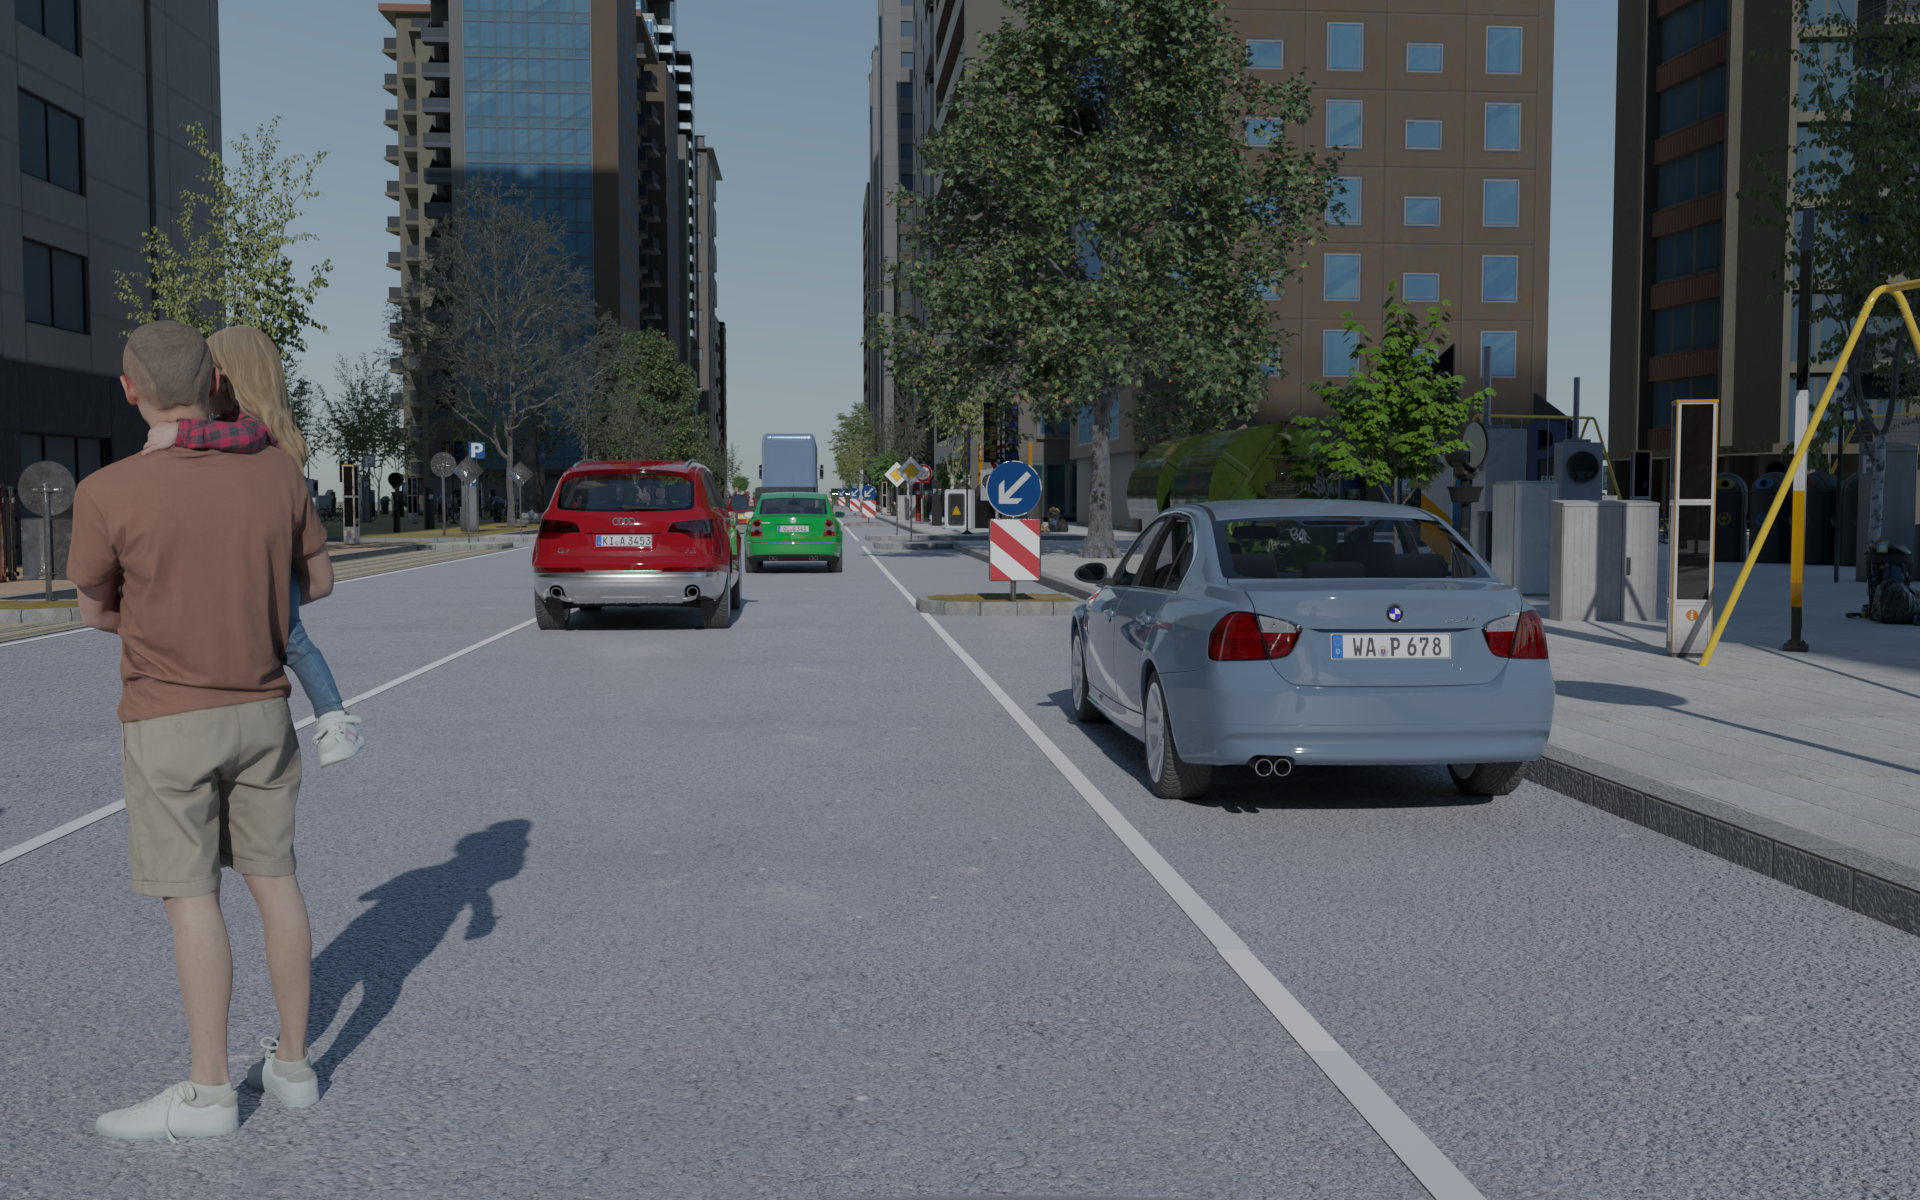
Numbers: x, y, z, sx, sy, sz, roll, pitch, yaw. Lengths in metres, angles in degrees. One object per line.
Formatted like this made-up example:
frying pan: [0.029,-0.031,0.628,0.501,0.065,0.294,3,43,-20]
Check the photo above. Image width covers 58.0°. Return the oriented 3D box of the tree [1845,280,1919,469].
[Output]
tree: [25.015,-5.711,43.743,4.360,8.622,3.978,0,3,0]

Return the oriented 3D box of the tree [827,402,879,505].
tree: [-12.413,-17.986,212.194,7.486,12.596,7.792,0,3,0]

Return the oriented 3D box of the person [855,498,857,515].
person: [-7.012,-6.307,115.895,0.425,1.301,0.394,1,4,13]

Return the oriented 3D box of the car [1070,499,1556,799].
car: [1.690,0.155,9.474,2.014,1.417,4.499,0,4,-4]

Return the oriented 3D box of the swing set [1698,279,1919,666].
swing set: [7.138,-0.851,11.530,2.862,2.851,3.119,0,4,-8]

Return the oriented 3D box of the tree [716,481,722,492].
tree: [-28.811,-12.700,202.247,1.663,3.219,1.824,0,3,0]

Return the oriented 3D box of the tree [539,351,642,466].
tree: [-18.557,-8.375,87.299,4.360,8.622,3.978,0,3,0]

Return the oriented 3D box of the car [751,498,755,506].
car: [-17.237,-8.757,152.210,2.155,1.783,4.494,0,4,-6]

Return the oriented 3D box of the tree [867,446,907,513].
tree: [-4.635,-8.165,117.219,4.285,4.588,4.351,0,3,0]

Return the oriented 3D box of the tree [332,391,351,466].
tree: [-41.091,-9.633,107.860,4.360,8.622,3.978,0,3,0]

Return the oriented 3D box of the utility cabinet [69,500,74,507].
utility cabinet: [-15.144,-1.171,30.308,1.020,1.237,0.306,-1,4,-18]

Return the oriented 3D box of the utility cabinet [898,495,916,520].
utility cabinet: [-2.602,-4.528,85.200,1.020,1.237,0.306,1,4,12]

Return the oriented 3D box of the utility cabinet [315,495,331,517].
utility cabinet: [-35.475,-5.219,96.486,0.306,1.237,1.020,1,4,19]

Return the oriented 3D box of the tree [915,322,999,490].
tree: [-0.078,-7.095,66.358,4.737,8.622,4.395,0,3,0]

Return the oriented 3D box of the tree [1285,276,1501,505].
tree: [3.889,-1.280,15.536,1.663,3.219,1.824,0,3,0]

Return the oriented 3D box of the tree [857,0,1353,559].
tree: [2.837,-7.179,34.389,9.611,12.733,9.660,0,3,0]

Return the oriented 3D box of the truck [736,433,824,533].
truck: [-7.280,-4.969,70.995,2.967,4.110,18.799,0,4,-3]

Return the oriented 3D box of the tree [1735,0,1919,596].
tree: [11.744,-4.367,21.760,4.737,8.622,4.395,0,3,0]

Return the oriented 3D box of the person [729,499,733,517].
person: [-8.699,-3.190,65.340,0.352,1.250,0.332,-3,4,-36]

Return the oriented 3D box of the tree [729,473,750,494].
tree: [-33.967,-17.336,267.160,4.285,4.588,4.351,0,3,0]

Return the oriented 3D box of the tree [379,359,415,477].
tree: [-30.882,-8.478,88.984,4.737,8.622,4.395,0,3,0]

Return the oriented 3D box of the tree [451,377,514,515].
tree: [-29.479,-9.569,106.813,4.737,8.622,4.395,0,3,0]

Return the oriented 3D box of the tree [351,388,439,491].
tree: [-36.754,-10.000,113.858,4.360,8.622,3.978,0,3,0]

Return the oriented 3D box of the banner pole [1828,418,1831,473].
banner pole: [28.511,-4.089,56.869,0.401,3.779,0.863,2,4,31]

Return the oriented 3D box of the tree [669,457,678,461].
tree: [-23.845,-9.823,144.315,4.285,4.588,4.351,0,3,0]

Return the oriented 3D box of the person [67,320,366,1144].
person: [-1.701,0.272,4.021,0.573,1.828,0.580,0,4,-6]

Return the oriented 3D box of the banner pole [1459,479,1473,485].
banner pole: [16.370,-3.990,55.247,0.863,3.779,0.401,0,4,5]

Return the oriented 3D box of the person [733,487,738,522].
person: [-11.808,-4.924,89.218,0.699,1.804,1.509,3,4,36]

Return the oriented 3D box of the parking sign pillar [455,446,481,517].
parking sign pillar: [-27.405,-6.605,96.459,1.447,3.967,1.447,0,4,-2]

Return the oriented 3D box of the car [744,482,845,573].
car: [-3.144,-1.472,32.862,1.959,1.807,4.718,0,4,-5]

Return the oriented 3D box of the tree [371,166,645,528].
tree: [-17.359,-9.522,66.050,12.009,13.543,11.850,0,3,0]

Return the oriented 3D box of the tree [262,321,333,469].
tree: [-30.312,-7.600,74.625,4.360,8.622,3.978,0,3,0]

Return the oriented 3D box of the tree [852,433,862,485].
tree: [-5.987,-11.432,137.278,4.360,8.622,3.978,0,3,0]

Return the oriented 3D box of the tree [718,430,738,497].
tree: [-26.516,-14.246,183.277,4.360,8.622,3.978,0,3,0]

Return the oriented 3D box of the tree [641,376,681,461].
tree: [-19.878,-9.576,106.924,4.360,8.622,3.978,0,3,0]

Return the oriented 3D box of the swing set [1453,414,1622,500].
swing set: [11.534,-2.256,34.513,3.119,2.851,2.862,-1,4,-22]

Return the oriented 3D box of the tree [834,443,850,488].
tree: [-14.571,-17.116,230.206,4.360,8.622,3.978,0,3,0]

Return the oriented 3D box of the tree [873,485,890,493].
tree: [-6.513,-9.166,144.468,1.663,3.219,1.824,0,3,0]

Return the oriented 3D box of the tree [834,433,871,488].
tree: [-12.255,-15.289,200.338,4.737,8.622,4.395,0,3,0]

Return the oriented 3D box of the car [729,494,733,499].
car: [-24.926,-11.138,191.699,1.945,1.707,3.694,0,4,-6]

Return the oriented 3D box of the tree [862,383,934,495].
tree: [-3.097,-9.714,109.182,4.360,8.622,3.978,0,3,0]

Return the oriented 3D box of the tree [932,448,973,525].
tree: [-0.248,-4.769,72.567,1.663,3.219,1.824,0,3,0]

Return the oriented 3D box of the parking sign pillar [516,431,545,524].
parking sign pillar: [-18.472,-5.287,74.908,1.447,3.967,1.447,-3,5,-44]

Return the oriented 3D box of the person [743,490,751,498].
person: [-22.322,-10.494,180.037,1.348,1.831,0.705,-2,4,-27]

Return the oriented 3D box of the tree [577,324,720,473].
tree: [-21.026,-12.220,116.813,9.611,12.733,9.660,0,3,0]

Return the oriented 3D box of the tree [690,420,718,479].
tree: [-24.962,-12.753,158.878,4.360,8.622,3.978,0,3,0]

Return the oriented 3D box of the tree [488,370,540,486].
tree: [-23.237,-8.911,96.054,4.360,8.622,3.978,0,3,0]

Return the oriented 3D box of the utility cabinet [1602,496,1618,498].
utility cabinet: [25.796,-3.564,69.431,0.306,1.237,1.020,-3,5,-42]

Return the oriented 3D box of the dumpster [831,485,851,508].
dumpster: [-11.403,-9.844,165.904,1.985,2.255,1.502,0,4,-4]

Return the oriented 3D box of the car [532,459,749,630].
car: [-3.588,-0.685,19.873,2.281,1.827,5.304,0,4,-5]

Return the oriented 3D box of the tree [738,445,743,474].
tree: [-32.256,-17.800,241.388,4.360,8.622,3.978,0,3,0]

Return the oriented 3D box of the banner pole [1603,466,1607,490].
banner pole: [49.776,-8.805,133.971,0.863,3.779,0.401,0,4,1]

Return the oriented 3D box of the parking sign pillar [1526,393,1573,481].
parking sign pillar: [15.610,-3.499,45.684,1.447,3.967,1.447,-3,4,-38]

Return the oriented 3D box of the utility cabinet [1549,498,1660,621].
utility cabinet: [6.546,-0.394,17.596,1.020,1.237,0.306,0,4,-6]
